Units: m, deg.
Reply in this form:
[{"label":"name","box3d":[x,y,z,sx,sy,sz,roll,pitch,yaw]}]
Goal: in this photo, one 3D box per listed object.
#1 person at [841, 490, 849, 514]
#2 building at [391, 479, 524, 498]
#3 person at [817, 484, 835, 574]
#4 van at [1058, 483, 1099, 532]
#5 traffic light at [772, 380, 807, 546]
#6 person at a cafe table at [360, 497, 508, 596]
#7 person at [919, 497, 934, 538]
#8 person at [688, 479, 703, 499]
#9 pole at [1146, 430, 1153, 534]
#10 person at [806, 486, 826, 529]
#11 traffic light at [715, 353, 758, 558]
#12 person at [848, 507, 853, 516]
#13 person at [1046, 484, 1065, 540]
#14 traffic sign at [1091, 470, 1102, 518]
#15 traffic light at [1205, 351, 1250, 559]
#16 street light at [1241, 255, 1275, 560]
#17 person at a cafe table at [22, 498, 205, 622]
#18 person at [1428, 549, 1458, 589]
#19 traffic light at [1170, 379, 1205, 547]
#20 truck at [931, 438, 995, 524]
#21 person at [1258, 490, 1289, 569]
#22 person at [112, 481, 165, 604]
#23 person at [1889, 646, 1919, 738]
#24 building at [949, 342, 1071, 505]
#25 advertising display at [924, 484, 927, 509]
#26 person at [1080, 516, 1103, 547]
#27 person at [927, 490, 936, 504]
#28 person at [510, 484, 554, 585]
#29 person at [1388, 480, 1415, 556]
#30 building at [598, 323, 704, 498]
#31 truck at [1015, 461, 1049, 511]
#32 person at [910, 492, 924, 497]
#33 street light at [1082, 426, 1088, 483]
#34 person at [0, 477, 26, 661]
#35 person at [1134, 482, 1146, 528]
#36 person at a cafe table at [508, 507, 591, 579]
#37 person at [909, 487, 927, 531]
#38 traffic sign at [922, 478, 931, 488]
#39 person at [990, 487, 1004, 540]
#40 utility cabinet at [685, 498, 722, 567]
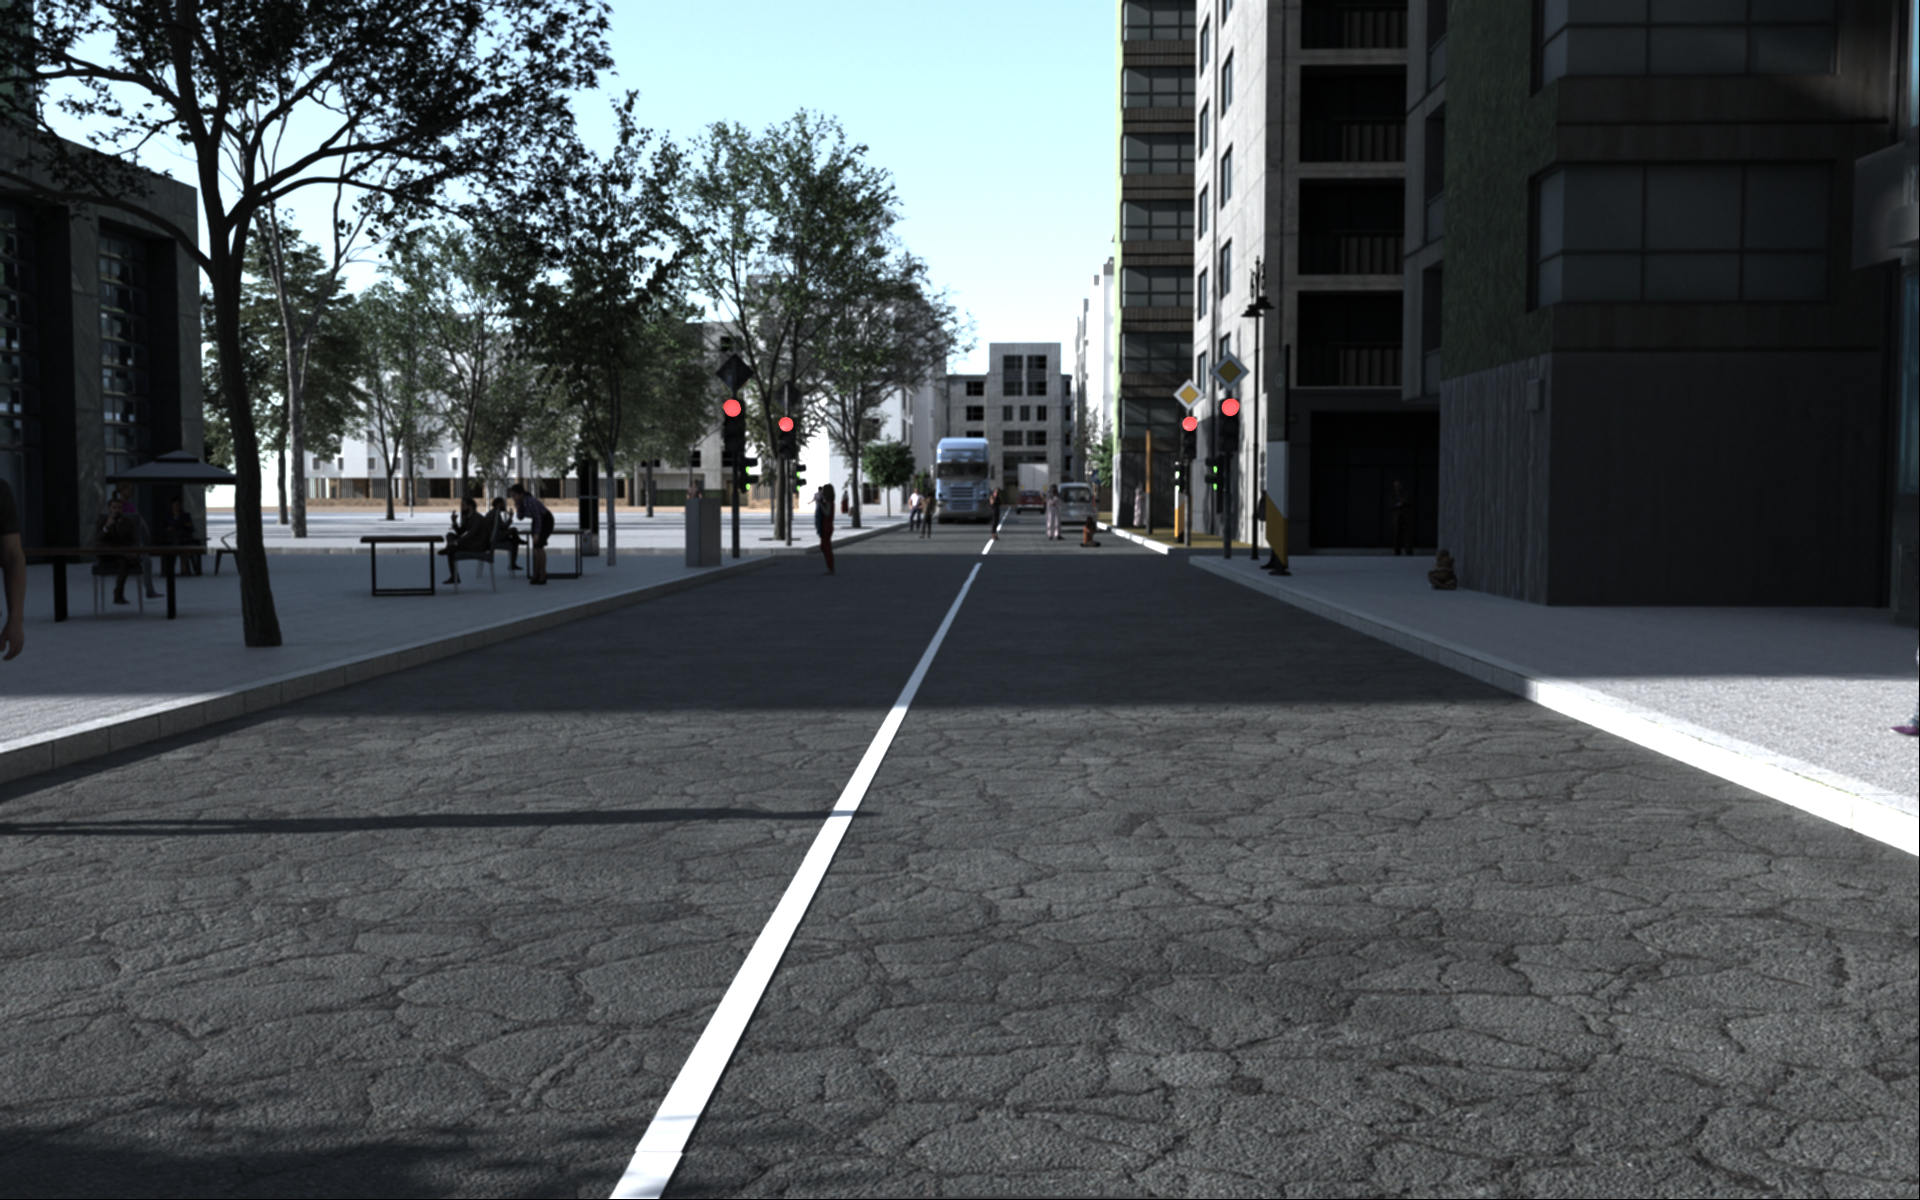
[{"label":"person","box3d":[-7.444,-6.345,112.251,0.523,1.526,0.387,-1,4,-22]},{"label":"building","box3d":[-59.549,-16.313,208.856,28.070,9.664,9.099,0,4,2]},{"label":"person","box3d":[-2.402,-1.268,30.934,0.444,1.614,0.593,2,4,27]},{"label":"van","box3d":[4.433,-3.687,67.295,2.013,2.044,4.112,0,4,2]},{"label":"traffic light","box3d":[-4.206,-3.280,42.547,0.839,4.253,0.868,0,4,2]},{"label":"person at a cafe table","box3d":[-6.837,-0.708,22.437,1.726,1.238,1.698,-1,4,-18]},{"label":"person","box3d":[-1.095,-2.689,56.372,0.435,1.345,0.340,-2,4,-32]},{"label":"person","box3d":[-9.137,-3.299,60.117,0.598,1.807,0.434,2,4,31]},{"label":"pole","box3d":[6.059,-3.761,55.337,0.158,3.312,0.155,0,3,0]},{"label":"person","box3d":[-5.168,-3.420,63.912,0.963,1.587,0.435,-1,4,-14]},{"label":"traffic light","box3d":[-4.469,-2.792,34.567,0.839,4.253,0.868,0,4,2]},{"label":"person","box3d":[-6.210,-5.069,99.398,0.381,0.543,0.357,2,4,33]},{"label":"person","box3d":[2.944,-2.756,54.228,0.621,1.740,0.551,3,5,42]},{"label":"traffic sign","box3d":[7.279,-5.583,91.383,0.768,2.556,0.104,0,4,5]},{"label":"traffic light","box3d":[5.287,-2.773,34.262,0.839,4.253,0.868,0,4,2]},{"label":"street light","box3d":[5.773,-3.728,33.740,0.468,5.910,1.993,0,4,2]},{"label":"person at a cafe table","box3d":[-8.857,-0.449,18.201,1.698,1.238,1.726,-2,4,-23]},{"label":"person","box3d":[6.476,-0.412,23.254,0.381,0.543,0.357,0,4,7]},{"label":"traffic light","box3d":[5.551,-3.261,42.242,0.839,4.253,0.868,0,4,2]},{"label":"truck","box3d":[0.391,-6.049,88.659,2.967,4.110,18.799,0,4,2]},{"label":"person","box3d":[5.369,-1.394,29.661,0.431,1.722,0.655,3,5,42]},{"label":"person","box3d":[-9.606,-0.674,20.305,0.776,1.435,0.726,0,4,5]},{"label":"person","box3d":[4.954,0.032,8.755,0.776,1.435,0.726,1,4,12]},{"label":"building","box3d":[3.626,-21.029,210.283,31.486,18.905,16.747,0,4,2]},{"label":"advertising display","box3d":[-2.126,-6.185,106.332,0.123,1.923,0.974,0,4,2]},{"label":"person","box3d":[3.608,-1.847,46.982,0.655,0.850,0.859,2,4,31]},{"label":"person","box3d":[-2.414,-7.954,136.113,1.348,1.821,0.705,2,4,35]},{"label":"person","box3d":[-6.030,-0.927,24.432,0.421,1.427,0.697,3,4,36]},{"label":"person","box3d":[10.049,-1.847,39.380,0.565,1.739,0.600,-1,4,-9]},{"label":"building","box3d":[-28.280,-22.800,216.757,32.646,21.610,27.936,0,4,2]},{"label":"truck","box3d":[6.294,-9.882,150.486,2.839,4.237,11.283,0,4,1]},{"label":"person","box3d":[-2.968,-7.142,122.835,1.348,1.822,0.705,-1,4,-14]},{"label":"street light","box3d":[8.410,-8.819,116.984,0.468,5.910,1.993,0,4,2]},{"label":"person","box3d":[-4.271,0.082,7.282,0.598,1.807,0.434,-1,4,-22]},{"label":"person","box3d":[6.779,-3.538,64.562,0.621,1.740,0.551,2,4,28]},{"label":"person at a cafe table","box3d":[-6.607,-0.965,26.643,1.726,1.238,1.698,-1,4,-9]},{"label":"person","box3d":[-1.712,-3.587,68.092,0.756,1.711,0.436,2,4,31]},{"label":"traffic sign","box3d":[-2.135,-6.624,110.428,0.606,2.300,0.079,0,4,5]},{"label":"person","box3d":[1.153,-2.700,54.116,0.415,1.643,0.593,0,4,-5]},{"label":"utility cabinet","box3d":[-4.571,-1.203,30.830,0.306,1.237,1.020,1,4,14]}]
